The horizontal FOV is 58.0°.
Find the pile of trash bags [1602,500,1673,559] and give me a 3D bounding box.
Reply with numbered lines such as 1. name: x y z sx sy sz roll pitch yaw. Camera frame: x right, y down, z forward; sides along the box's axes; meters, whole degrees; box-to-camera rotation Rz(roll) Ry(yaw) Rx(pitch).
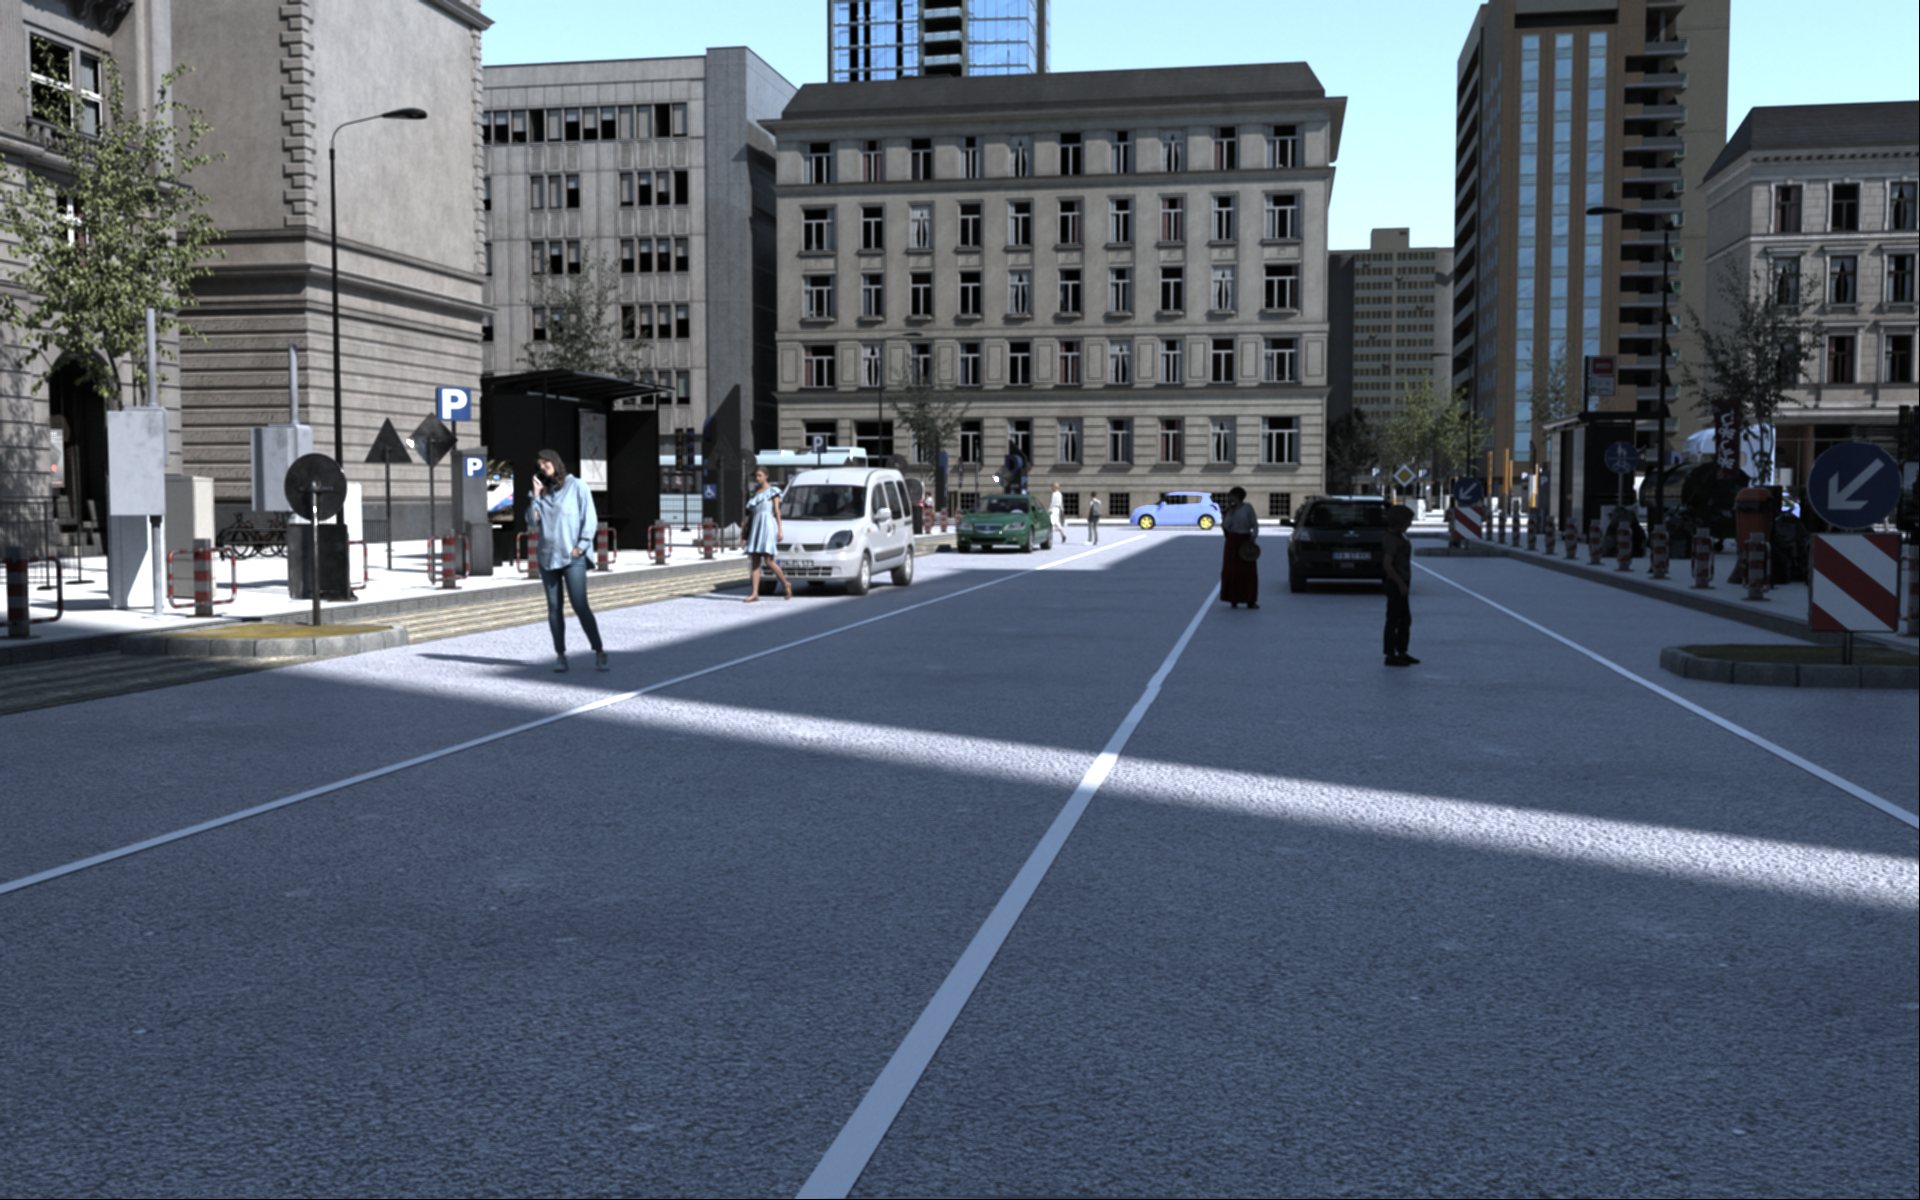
1. pile of trash bags: 14.578 -1.532 34.800 3.447 1.369 1.912 3 5 41

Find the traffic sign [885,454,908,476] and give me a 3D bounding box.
1. traffic sign: -2.017 -3.353 54.928 0.768 2.556 0.104 1 4 19

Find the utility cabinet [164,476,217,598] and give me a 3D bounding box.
1. utility cabinet: -9.738 -0.783 21.482 1.173 1.500 0.318 2 4 30

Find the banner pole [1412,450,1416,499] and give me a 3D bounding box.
1. banner pole: 25.487 -6.565 97.359 0.401 3.779 0.863 2 4 24

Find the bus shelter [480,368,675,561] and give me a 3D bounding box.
1. bus shelter: -7.700 -2.707 35.542 1.731 3.624 6.357 1 4 10

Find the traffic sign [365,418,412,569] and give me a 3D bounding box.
1. traffic sign: -9.742 -1.805 29.507 0.884 2.594 0.081 1 4 11

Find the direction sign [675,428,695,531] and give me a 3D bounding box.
1. direction sign: -9.440 -4.129 59.512 0.876 3.537 0.379 3 4 36

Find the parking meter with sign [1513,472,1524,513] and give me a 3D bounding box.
1. parking meter with sign: 37.806 -7.293 115.501 1.738 3.016 0.543 2 4 30

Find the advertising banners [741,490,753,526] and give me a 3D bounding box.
1. advertising banners: -7.482 -3.931 60.456 0.090 3.025 2.074 -3 5 -42

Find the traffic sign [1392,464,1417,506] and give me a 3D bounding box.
1. traffic sign: 14.778 -3.302 57.624 0.795 2.450 0.064 1 4 10

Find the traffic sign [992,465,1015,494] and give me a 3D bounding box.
1. traffic sign: 1.510 -3.452 60.082 0.795 2.450 0.064 1 4 10

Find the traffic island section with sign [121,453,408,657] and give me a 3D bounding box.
1. traffic island section with sign: -6.296 -0.458 16.111 1.989 1.847 2.006 1 4 10

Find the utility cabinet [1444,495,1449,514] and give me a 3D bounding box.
1. utility cabinet: 31.098 -6.016 109.519 1.020 1.237 0.306 -1 4 -20

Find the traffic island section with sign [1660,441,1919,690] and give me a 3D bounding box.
1. traffic island section with sign: 6.705 -0.311 13.712 1.989 1.847 2.006 1 4 10

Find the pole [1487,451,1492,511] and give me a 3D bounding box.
1. pole: 25.282 -5.435 82.709 0.158 3.312 0.155 0 3 0

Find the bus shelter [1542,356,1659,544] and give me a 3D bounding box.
1. bus shelter: 17.542 -4.313 48.153 2.179 5.291 8.768 1 4 10

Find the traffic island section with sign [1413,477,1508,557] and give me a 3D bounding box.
1. traffic island section with sign: 11.600 -1.933 40.239 1.989 1.847 2.006 1 4 10

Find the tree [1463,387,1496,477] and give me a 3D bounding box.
1. tree: 32.189 -9.900 112.229 4.737 8.622 4.395 0 3 0

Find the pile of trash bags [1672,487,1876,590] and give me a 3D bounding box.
1. pile of trash bags: 11.800 -0.901 24.483 3.447 1.369 1.912 -3 5 -44

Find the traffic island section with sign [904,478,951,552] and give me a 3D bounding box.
1. traffic island section with sign: -1.287 -2.118 43.262 1.989 1.847 2.006 1 4 10

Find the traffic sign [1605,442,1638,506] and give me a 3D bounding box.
1. traffic sign: 16.064 -2.570 42.119 0.768 2.556 0.104 1 4 13

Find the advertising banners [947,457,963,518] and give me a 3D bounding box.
1. advertising banners: -0.229 -5.237 81.809 0.090 3.025 2.074 -1 4 -20

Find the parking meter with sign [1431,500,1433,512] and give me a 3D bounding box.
1. parking meter with sign: 32.975 -7.724 122.548 0.543 3.016 1.738 0 4 -6

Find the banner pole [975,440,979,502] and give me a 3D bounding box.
1. banner pole: 0.801 -5.549 80.738 0.401 3.779 0.863 1 4 9

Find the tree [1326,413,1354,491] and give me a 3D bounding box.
1. tree: 34.640 -12.363 152.502 4.360 8.622 3.978 0 3 0

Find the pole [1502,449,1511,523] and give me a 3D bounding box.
1. pole: 24.481 -5.133 77.760 0.158 3.312 0.155 0 3 0

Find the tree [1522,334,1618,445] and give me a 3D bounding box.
1. tree: 27.638 -7.891 79.373 4.360 8.622 3.978 0 3 0

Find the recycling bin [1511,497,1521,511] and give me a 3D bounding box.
1. recycling bin: 41.518 -7.146 129.388 0.722 1.027 0.722 2 4 27

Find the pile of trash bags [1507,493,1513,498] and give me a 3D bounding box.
1. pile of trash bags: 40.596 -7.510 132.543 3.447 1.369 1.912 0 4 -2

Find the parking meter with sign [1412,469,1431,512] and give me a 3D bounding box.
1. parking meter with sign: 31.583 -7.545 119.629 1.738 3.016 0.543 -3 5 -41

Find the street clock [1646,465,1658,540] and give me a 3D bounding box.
1. street clock: 17.224 -2.351 43.008 0.358 2.002 0.471 0 4 -5

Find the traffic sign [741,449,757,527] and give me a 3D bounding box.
1. traffic sign: -6.080 -2.970 48.661 0.768 2.556 0.104 1 4 12

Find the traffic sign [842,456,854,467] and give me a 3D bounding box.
1. traffic sign: -3.842 -3.639 59.506 0.884 2.594 0.081 1 4 16

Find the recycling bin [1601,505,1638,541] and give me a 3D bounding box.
1. recycling bin: 14.722 -1.597 38.671 0.722 1.027 0.722 2 4 26

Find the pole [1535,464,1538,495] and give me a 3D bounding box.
1. pole: 39.086 -7.567 117.567 0.158 3.312 0.155 0 3 0

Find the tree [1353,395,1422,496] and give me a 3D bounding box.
1. tree: 31.918 -10.960 129.560 4.360 8.622 3.978 0 3 0

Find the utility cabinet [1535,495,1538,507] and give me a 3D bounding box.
1. utility cabinet: 32.115 -5.206 96.279 0.306 1.237 1.020 1 4 11

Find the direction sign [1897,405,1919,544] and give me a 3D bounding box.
1. direction sign: 24.300 -3.201 44.328 0.876 3.537 0.379 -2 4 -24

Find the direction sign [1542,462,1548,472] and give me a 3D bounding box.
1. direction sign: 41.424 -7.997 122.749 0.379 3.537 0.876 0 4 -2

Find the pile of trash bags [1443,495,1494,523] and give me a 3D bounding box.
1. pile of trash bags: 23.425 -4.265 79.491 1.912 1.369 3.447 2 4 30

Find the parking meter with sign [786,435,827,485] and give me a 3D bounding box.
1. parking meter with sign: -4.689 -3.307 50.334 0.543 3.016 1.738 3 5 42

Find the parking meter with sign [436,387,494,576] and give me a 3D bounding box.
1. parking meter with sign: -7.864 -1.921 27.675 0.543 3.016 1.738 -2 4 -30

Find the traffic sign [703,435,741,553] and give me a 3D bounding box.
1. traffic sign: -5.194 -2.312 37.803 0.884 2.594 0.081 1 4 13

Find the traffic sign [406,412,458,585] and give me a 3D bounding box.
1. traffic sign: -7.455 -1.424 24.466 0.795 2.450 0.064 1 4 12

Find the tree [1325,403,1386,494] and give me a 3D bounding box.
1. tree: 39.556 -14.772 175.937 7.601 10.594 8.767 2 4 27

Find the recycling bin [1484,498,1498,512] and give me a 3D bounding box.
1. recycling bin: 38.508 -6.916 125.627 0.722 1.027 0.722 -3 5 -41

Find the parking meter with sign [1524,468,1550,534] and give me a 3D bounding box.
1. parking meter with sign: 18.941 -3.643 55.821 0.543 3.016 1.738 3 5 44

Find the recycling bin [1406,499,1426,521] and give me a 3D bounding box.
1. recycling bin: 22.006 -4.349 83.663 0.722 1.027 0.722 3 5 42

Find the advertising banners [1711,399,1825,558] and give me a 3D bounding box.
1. advertising banners: 14.837 -2.173 31.718 2.074 3.025 0.090 2 4 27

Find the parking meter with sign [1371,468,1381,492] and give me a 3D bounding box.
1. parking meter with sign: 27.605 -7.247 114.746 0.543 3.016 1.738 1 4 8
